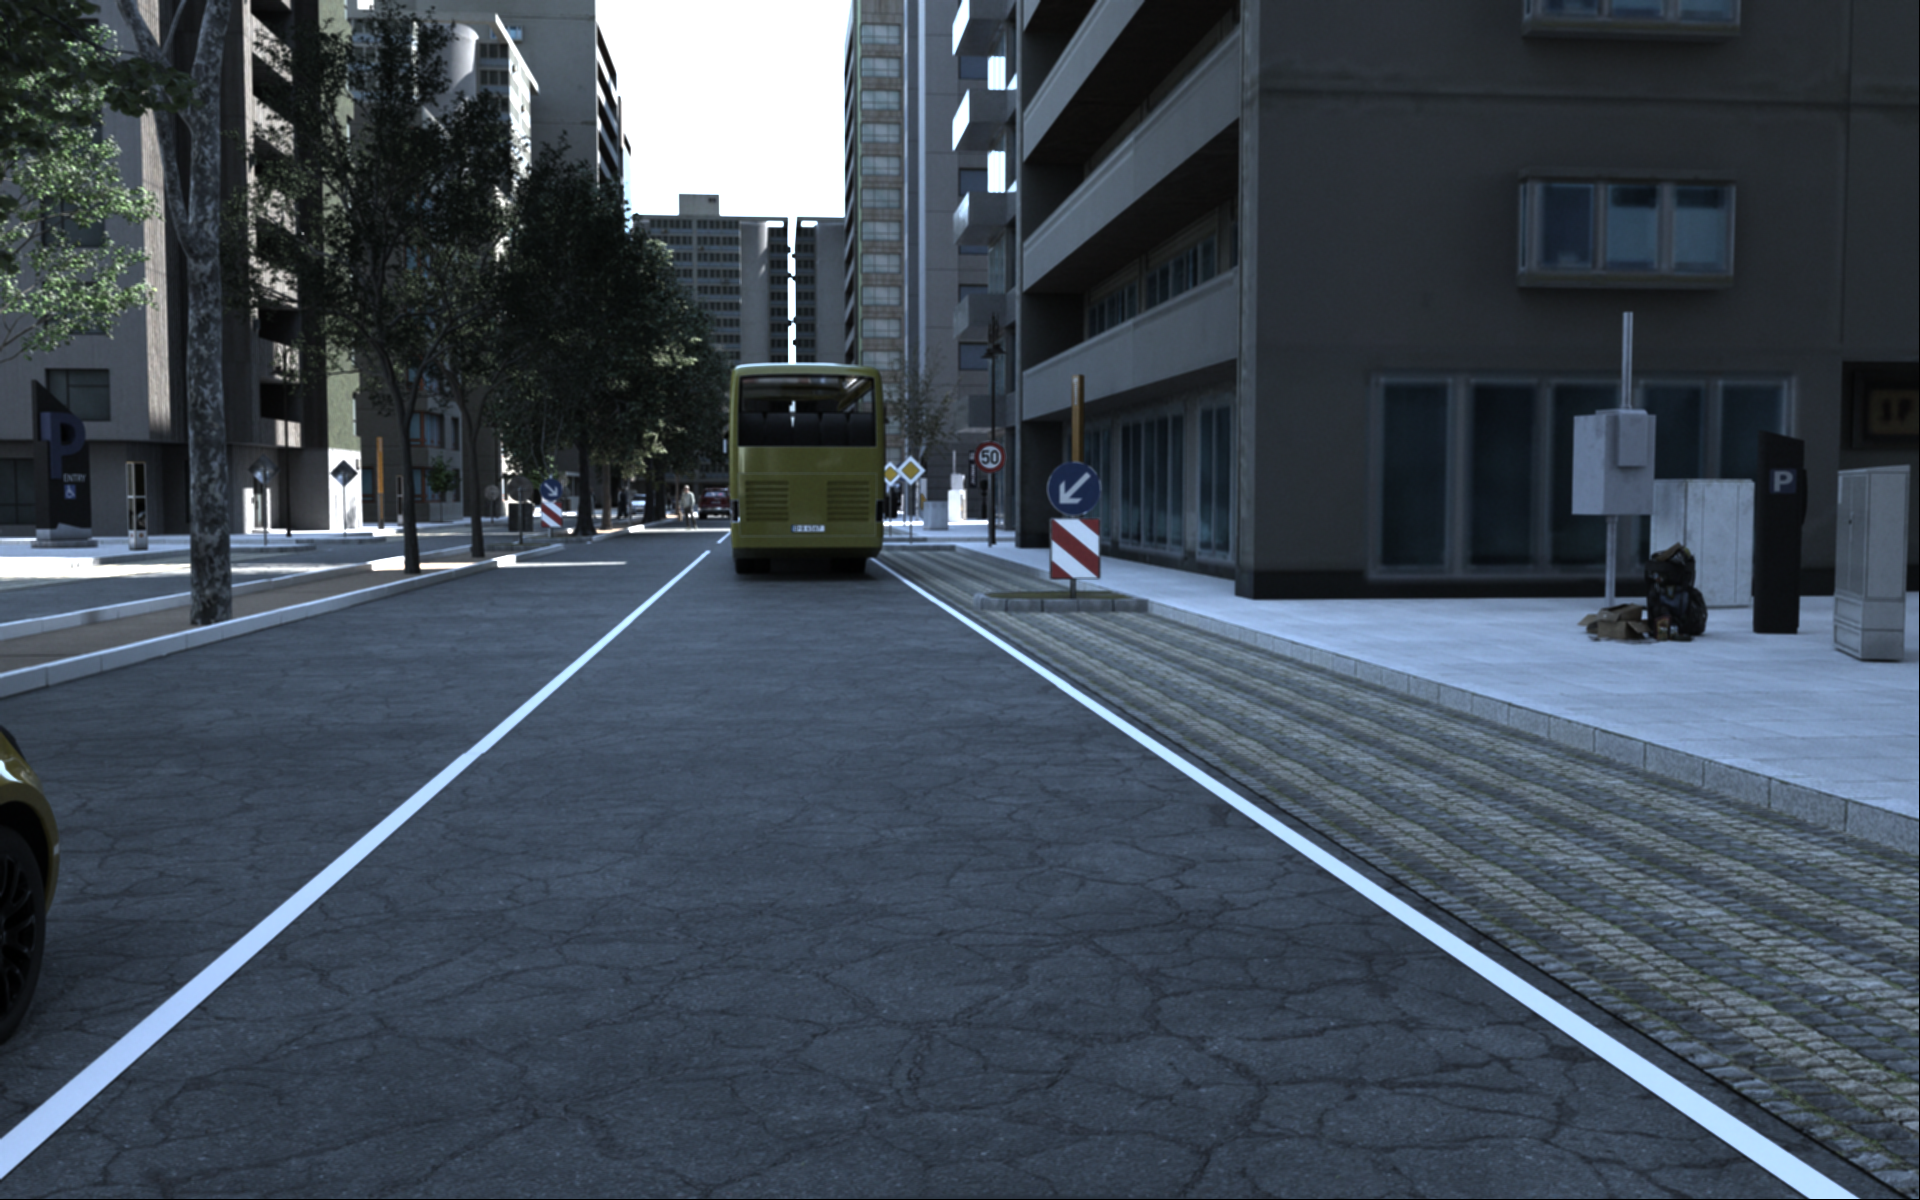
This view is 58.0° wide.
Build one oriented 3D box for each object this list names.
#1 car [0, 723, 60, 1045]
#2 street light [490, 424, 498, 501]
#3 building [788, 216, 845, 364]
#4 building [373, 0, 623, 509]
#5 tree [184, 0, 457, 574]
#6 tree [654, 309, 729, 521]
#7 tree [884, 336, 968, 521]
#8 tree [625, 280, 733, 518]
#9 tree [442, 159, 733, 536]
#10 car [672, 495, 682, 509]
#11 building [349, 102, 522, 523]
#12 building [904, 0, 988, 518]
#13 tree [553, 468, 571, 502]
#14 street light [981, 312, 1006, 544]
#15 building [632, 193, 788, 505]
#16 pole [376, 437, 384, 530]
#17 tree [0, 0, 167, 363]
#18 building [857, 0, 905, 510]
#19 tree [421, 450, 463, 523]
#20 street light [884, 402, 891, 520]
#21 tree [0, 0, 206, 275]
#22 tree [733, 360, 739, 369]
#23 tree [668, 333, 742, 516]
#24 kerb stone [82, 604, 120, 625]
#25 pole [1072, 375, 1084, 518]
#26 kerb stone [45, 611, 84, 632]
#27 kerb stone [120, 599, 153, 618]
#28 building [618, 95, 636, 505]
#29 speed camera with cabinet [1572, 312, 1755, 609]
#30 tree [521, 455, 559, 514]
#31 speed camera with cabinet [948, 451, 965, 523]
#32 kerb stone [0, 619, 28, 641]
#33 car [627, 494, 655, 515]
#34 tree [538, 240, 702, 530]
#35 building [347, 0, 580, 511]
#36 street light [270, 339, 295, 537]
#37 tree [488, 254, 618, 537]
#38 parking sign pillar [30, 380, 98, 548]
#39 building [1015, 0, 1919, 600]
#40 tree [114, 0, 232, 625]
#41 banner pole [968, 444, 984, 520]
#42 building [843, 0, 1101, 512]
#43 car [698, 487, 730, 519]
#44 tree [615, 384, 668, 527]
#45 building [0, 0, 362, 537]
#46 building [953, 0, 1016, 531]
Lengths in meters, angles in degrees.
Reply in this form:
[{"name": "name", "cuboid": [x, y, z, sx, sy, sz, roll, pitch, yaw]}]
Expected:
[{"name": "car", "cuboid": [-3.209, 0.429, 3.214, 2.015, 1.641, 3.980, 0, 4, -5]}, {"name": "street light", "cuboid": [-24.493, -7.262, 91.515, 0.468, 5.910, 1.993, 0, 4, -6]}, {"name": "building", "cuboid": [-10.069, -32.819, 228.464, 23.993, 40.220, 32.217, 0, 4, -6]}, {"name": "building", "cuboid": [-42.926, -32.728, 158.806, 21.300, 48.544, 21.600, 0, 4, -6]}, {"name": "tree", "cuboid": [-9.799, -5.756, 30.981, 8.767, 10.594, 7.601, 0, 4, -6]}, {"name": "tree", "cuboid": [-16.139, -10.051, 92.544, 9.928, 11.665, 9.643, 0, 3, 0]}, {"name": "tree", "cuboid": [-1.824, -8.029, 81.640, 4.360, 8.622, 3.978, 0, 3, 0]}, {"name": "tree", "cuboid": [-17.766, -11.818, 102.330, 9.857, 13.997, 8.962, 0, 3, 0]}, {"name": "tree", "cuboid": [-12.855, -8.538, 59.067, 9.611, 12.733, 9.660, 0, 3, 0]}, {"name": "car", "cuboid": [-26.938, -9.508, 168.040, 1.945, 1.354, 3.894, 0, 4, -4]}, {"name": "building", "cuboid": [-39.083, -14.979, 89.939, 27.650, 21.520, 28.899, 0, 4, -6]}, {"name": "building", "cuboid": [7.138, -34.386, 104.216, 21.231, 58.520, 28.212, 0, 4, -6]}, {"name": "tree", "cuboid": [-28.407, -7.776, 121.734, 1.663, 3.219, 1.824, 0, 3, 0]}, {"name": "street light", "cuboid": [0.848, -4.365, 44.154, 0.468, 5.910, 1.993, 0, 4, -6]}, {"name": "building", "cuboid": [-33.982, -32.695, 226.444, 23.993, 40.220, 32.217, 0, 4, -6]}, {"name": "pole", "cuboid": [-20.797, -4.177, 62.131, 0.158, 3.312, 0.155, 0, 3, 0]}, {"name": "tree", "cuboid": [-19.176, -6.546, 32.779, 9.928, 11.665, 9.643, 0, 3, 0]}, {"name": "building", "cuboid": [-1.461, -28.097, 142.976, 14.154, 41.232, 14.086, 0, 4, -6]}, {"name": "tree", "cuboid": [-22.980, -5.022, 76.703, 1.663, 3.219, 1.824, 0, 3, 0]}, {"name": "street light", "cuboid": [-3.736, -6.962, 86.617, 0.468, 5.910, 1.993, 0, 4, -6]}, {"name": "tree", "cuboid": [-7.852, -5.429, 9.346, 7.486, 12.596, 7.792, 0, 3, 0]}, {"name": "tree", "cuboid": [-14.883, -9.986, 82.739, 9.611, 12.733, 9.660, 0, 3, 0]}, {"name": "tree", "cuboid": [-18.645, -12.303, 113.986, 12.009, 13.543, 11.850, 0, 3, 0]}, {"name": "kerb stone", "cuboid": [-9.651, 0.178, 19.313, 0.120, 0.150, 1.000, 0, 4, -6]}, {"name": "pole", "cuboid": [2.022, -2.197, 29.760, 0.158, 3.312, 0.155, 0, 3, 0]}, {"name": "kerb stone", "cuboid": [-9.541, 0.245, 18.295, 0.120, 0.150, 1.000, 0, 4, -6]}, {"name": "kerb stone", "cuboid": [-9.754, 0.114, 20.338, 0.120, 0.150, 1.000, 0, 4, -6]}, {"name": "building", "cuboid": [-43.612, -33.051, 190.491, 14.200, 45.320, 14.600, 0, 4, -6]}, {"name": "speed camera with cabinet", "cuboid": [7.855, -1.528, 19.319, 2.038, 3.252, 0.660, -1, 4, -18]}, {"name": "tree", "cuboid": [-27.675, -7.867, 112.342, 4.285, 4.588, 4.351, 0, 3, 0]}, {"name": "speed camera with cabinet", "cuboid": [-0.148, -5.126, 78.147, 0.660, 3.252, 2.038, 0, 4, 6]}, {"name": "kerb stone", "cuboid": [-9.428, 0.301, 17.279, 0.120, 0.150, 1.000, 0, 4, -6]}, {"name": "car", "cuboid": [-21.964, -6.600, 119.915, 2.014, 1.417, 4.499, 0, 4, -5]}, {"name": "tree", "cuboid": [-14.127, -9.048, 68.512, 7.486, 12.596, 7.792, 0, 3, 0]}, {"name": "building", "cuboid": [-46.680, -27.099, 134.954, 32.217, 40.220, 23.993, 0, 4, -6]}, {"name": "street light", "cuboid": [-20.111, -4.827, 51.717, 0.468, 5.910, 1.993, 0, 4, -6]}, {"name": "tree", "cuboid": [-12.364, -6.074, 52.131, 4.360, 8.622, 3.978, 0, 3, 0]}, {"name": "parking sign pillar", "cuboid": [-21.516, -3.244, 41.504, 1.447, 3.967, 1.447, 1, 4, 16]}, {"name": "building", "cuboid": [13.039, -24.916, 31.084, 21.300, 48.544, 21.600, 0, 4, -6]}, {"name": "tree", "cuboid": [-9.516, -9.833, 19.124, 12.611, 20.169, 13.585, 0, 3, 0]}, {"name": "banner pole", "cuboid": [0.789, -5.943, 87.180, 0.863, 3.779, 0.401, 2, 4, 32]}, {"name": "building", "cuboid": [0.306, -32.880, 161.284, 21.300, 48.544, 21.600, 0, 4, -6]}, {"name": "car", "cuboid": [-13.947, -5.571, 99.758, 2.281, 1.827, 5.304, 0, 4, -5]}, {"name": "tree", "cuboid": [-14.370, -7.496, 75.374, 4.737, 8.622, 4.395, 0, 3, 0]}, {"name": "building", "cuboid": [-28.713, -17.426, 56.616, 14.160, 30.474, 14.107, 0, 4, -6]}, {"name": "building", "cuboid": [14.929, -27.243, 65.032, 30.456, 49.044, 23.786, 0, 4, -6]}]
